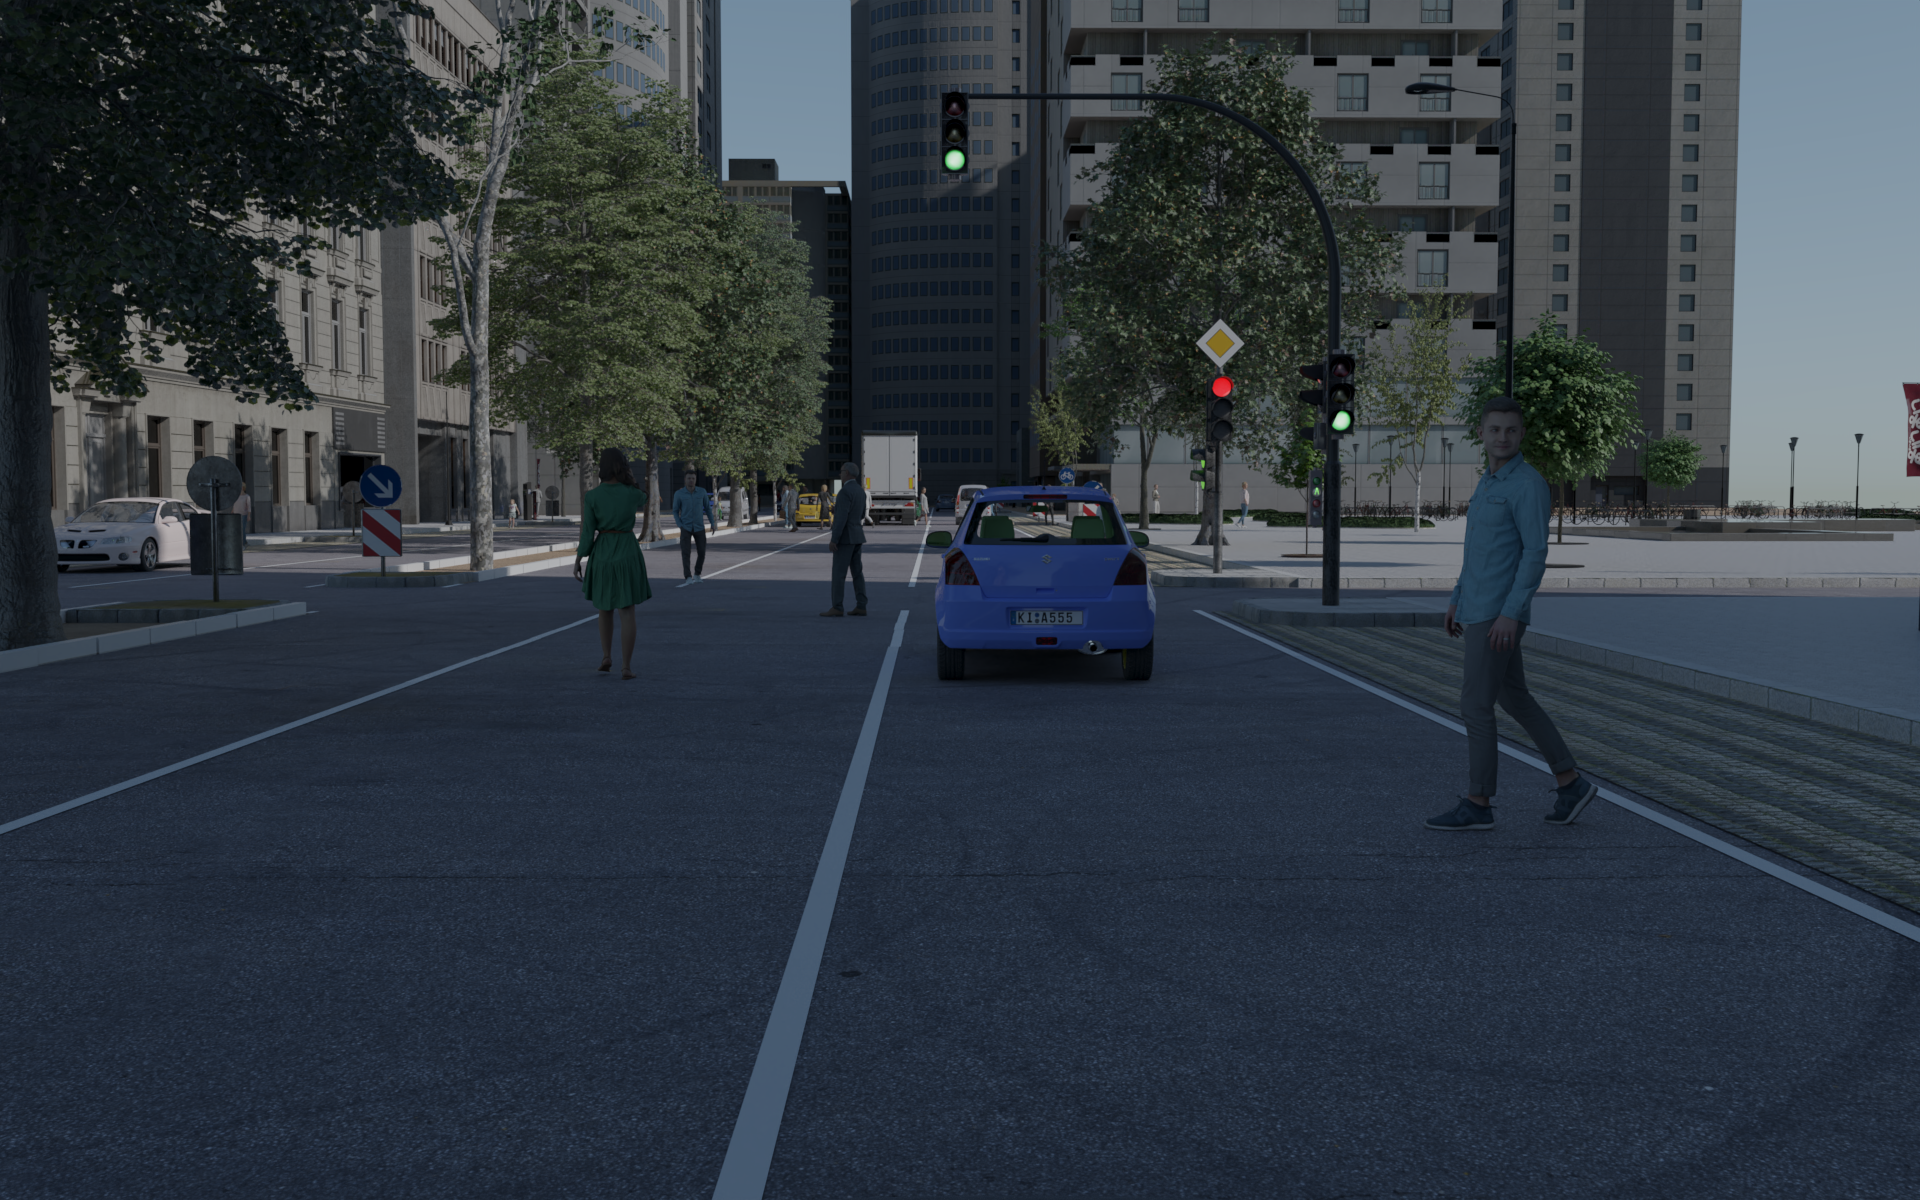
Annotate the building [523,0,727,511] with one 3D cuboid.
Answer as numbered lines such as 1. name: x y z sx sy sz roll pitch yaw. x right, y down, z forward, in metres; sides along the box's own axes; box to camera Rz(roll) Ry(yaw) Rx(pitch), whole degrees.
1. building: -34.187 -44.538 166.455 20.611 71.187 20.563 0 4 -1

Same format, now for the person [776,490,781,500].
1. person: -16.201 -8.928 154.417 0.705 1.831 1.348 1 4 21

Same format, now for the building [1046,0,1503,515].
1. building: 20.114 -32.352 118.196 28.713 52.752 27.495 0 4 -1

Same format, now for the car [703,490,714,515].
1. car: -17.204 -6.719 119.453 1.945 1.707 3.694 0 4 -2

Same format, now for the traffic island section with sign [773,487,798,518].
1. traffic island section with sign: -9.971 -5.777 102.597 2.006 1.907 1.989 0 4 -1

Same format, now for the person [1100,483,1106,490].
1. person: 6.532 -4.591 81.200 0.694 1.812 0.767 2 4 25

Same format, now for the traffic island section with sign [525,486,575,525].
1. traffic island section with sign: -18.814 -4.346 79.684 1.989 1.847 2.006 0 4 -1

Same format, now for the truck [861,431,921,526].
1. truck: -3.256 -5.700 82.114 2.839 4.237 11.283 0 4 -1

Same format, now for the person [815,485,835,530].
1. person: -5.119 -3.713 69.420 1.509 1.804 0.699 2 4 32

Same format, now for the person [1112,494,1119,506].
1. person: 7.707 -4.662 86.536 0.475 1.303 0.640 0 4 -6

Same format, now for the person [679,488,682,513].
1. person: -15.121 -5.229 94.568 0.524 1.755 0.480 0 4 1

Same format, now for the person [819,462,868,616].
1. person: -1.384 -0.716 20.390 0.590 1.801 0.661 2 4 23

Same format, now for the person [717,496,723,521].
1. person: -13.004 -4.923 93.231 0.590 1.304 0.306 2 4 33

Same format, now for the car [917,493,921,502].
1. car: -3.958 -7.325 128.429 2.281 1.827 5.304 0 4 -1

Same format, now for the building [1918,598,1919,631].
1. building: 18.772 -28.233 3.617 21.231 58.520 28.212 0 4 -1

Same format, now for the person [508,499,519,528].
1. person: -18.554 -3.578 72.011 0.505 1.210 0.382 0 4 1

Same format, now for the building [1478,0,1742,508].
1. building: 60.501 -44.601 167.470 20.611 71.187 20.563 0 4 -1

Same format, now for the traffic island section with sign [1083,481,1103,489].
1. traffic island section with sign: 3.860 -2.693 52.665 1.989 1.847 2.006 0 4 -1

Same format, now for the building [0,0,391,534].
1. building: -30.647 -16.692 49.329 17.030 29.872 44.131 0 4 -1

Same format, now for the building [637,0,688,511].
1. building: -33.963 -36.371 136.661 21.231 58.520 28.212 0 4 -1

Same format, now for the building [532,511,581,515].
1. building: -32.873 -41.203 111.921 20.563 71.187 20.611 0 4 -1

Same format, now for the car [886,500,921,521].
1. car: -3.021 -4.930 92.398 2.131 1.459 4.920 0 4 -3

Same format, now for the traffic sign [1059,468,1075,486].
1. traffic sign: 5.131 -5.082 83.191 0.768 2.556 0.104 0 4 0

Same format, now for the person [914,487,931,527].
1. person: -1.626 -4.041 75.321 0.760 1.731 0.466 -2 4 -23

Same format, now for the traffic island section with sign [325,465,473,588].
1. traffic island section with sign: -8.968 -1.182 27.465 2.006 1.907 1.989 0 4 -1

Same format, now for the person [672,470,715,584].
1. person: -4.279 -1.177 27.758 0.660 1.820 0.620 -2 4 -24

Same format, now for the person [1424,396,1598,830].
1. person: 2.368 0.061 7.367 0.748 1.841 0.638 1 4 9

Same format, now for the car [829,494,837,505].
1. car: -7.089 -5.154 94.492 2.015 1.641 3.980 0 4 0

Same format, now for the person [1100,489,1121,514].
1. person: 2.318 -1.012 27.648 0.503 1.515 0.523 2 4 35

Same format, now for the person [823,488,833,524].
1. person: -6.542 -4.620 84.276 0.600 1.795 0.529 2 4 26

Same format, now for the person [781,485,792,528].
1. person: -7.251 -3.900 72.532 0.793 1.790 0.793 3 4 38

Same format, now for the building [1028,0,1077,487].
1. building: 12.926 -29.915 139.229 14.600 45.320 14.200 0 4 -1

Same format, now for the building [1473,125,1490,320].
1. building: 43.114 -29.825 171.232 14.086 41.232 14.154 0 4 -1

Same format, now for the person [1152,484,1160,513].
1. person: 9.579 -4.764 84.481 0.362 1.759 0.519 2 4 30

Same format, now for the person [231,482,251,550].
1. person: -18.327 -2.141 44.171 0.731 1.740 0.598 1 4 9

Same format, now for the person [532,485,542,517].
1. person: -24.138 -5.658 98.743 0.606 1.804 0.583 -1 4 -16

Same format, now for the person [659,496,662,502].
1. person: -19.448 -6.208 110.019 1.348 1.822 0.705 -3 5 -44

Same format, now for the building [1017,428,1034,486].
1. building: 17.197 -51.860 160.587 22.319 86.520 31.000 0 4 -1

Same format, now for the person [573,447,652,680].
1. person: -2.700 -0.292 13.525 0.600 1.795 0.529 -1 4 -21

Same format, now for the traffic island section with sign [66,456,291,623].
1. traffic island section with sign: -8.879 -0.729 20.058 2.006 1.907 1.989 0 4 -1

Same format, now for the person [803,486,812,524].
1. person: -7.453 -4.652 84.371 0.447 1.846 0.655 -3 5 -39

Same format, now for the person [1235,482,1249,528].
1. person: 10.621 -3.571 65.097 0.598 1.740 0.731 -2 4 -24

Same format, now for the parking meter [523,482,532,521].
1. parking meter: -20.921 -4.772 83.732 0.255 1.863 0.399 2 4 23

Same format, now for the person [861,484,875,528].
1. person: -3.859 -3.829 70.984 0.818 1.842 0.514 3 4 37

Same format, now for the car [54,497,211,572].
1. car: -15.927 -1.287 33.406 2.083 1.381 4.827 0 4 -2

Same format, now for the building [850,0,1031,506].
1. building: 1.890 -40.066 197.080 28.212 58.520 21.231 0 4 -1

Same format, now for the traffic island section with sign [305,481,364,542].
1. traffic island section with sign: -18.458 -2.670 52.289 1.989 1.847 2.006 0 4 -1

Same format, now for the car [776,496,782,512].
1. car: -13.851 -7.710 138.634 1.945 1.354 3.894 0 4 -2

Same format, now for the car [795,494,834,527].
1. car: -6.457 -4.047 76.390 2.015 1.641 3.980 0 4 -1

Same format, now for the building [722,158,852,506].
1. building: -24.289 -31.274 203.218 23.993 40.220 32.217 0 4 -1

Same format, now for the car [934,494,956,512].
1. car: -1.112 -7.975 142.388 2.014 1.417 4.499 0 4 1

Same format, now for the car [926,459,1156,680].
1. car: 0.665 -0.309 14.643 1.945 1.707 3.694 0 4 1

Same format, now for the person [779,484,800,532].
1. person: -6.362 -3.467 65.309 0.853 1.813 0.709 2 4 33

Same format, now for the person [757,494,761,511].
1. person: -16.715 -8.093 144.072 0.557 1.426 1.065 -1 4 -20

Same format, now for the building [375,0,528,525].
1. building: -28.911 -16.126 81.689 12.078 24.808 19.932 0 4 -1

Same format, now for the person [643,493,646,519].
1. person: -14.336 -4.341 79.662 0.466 1.800 0.511 3 4 38
